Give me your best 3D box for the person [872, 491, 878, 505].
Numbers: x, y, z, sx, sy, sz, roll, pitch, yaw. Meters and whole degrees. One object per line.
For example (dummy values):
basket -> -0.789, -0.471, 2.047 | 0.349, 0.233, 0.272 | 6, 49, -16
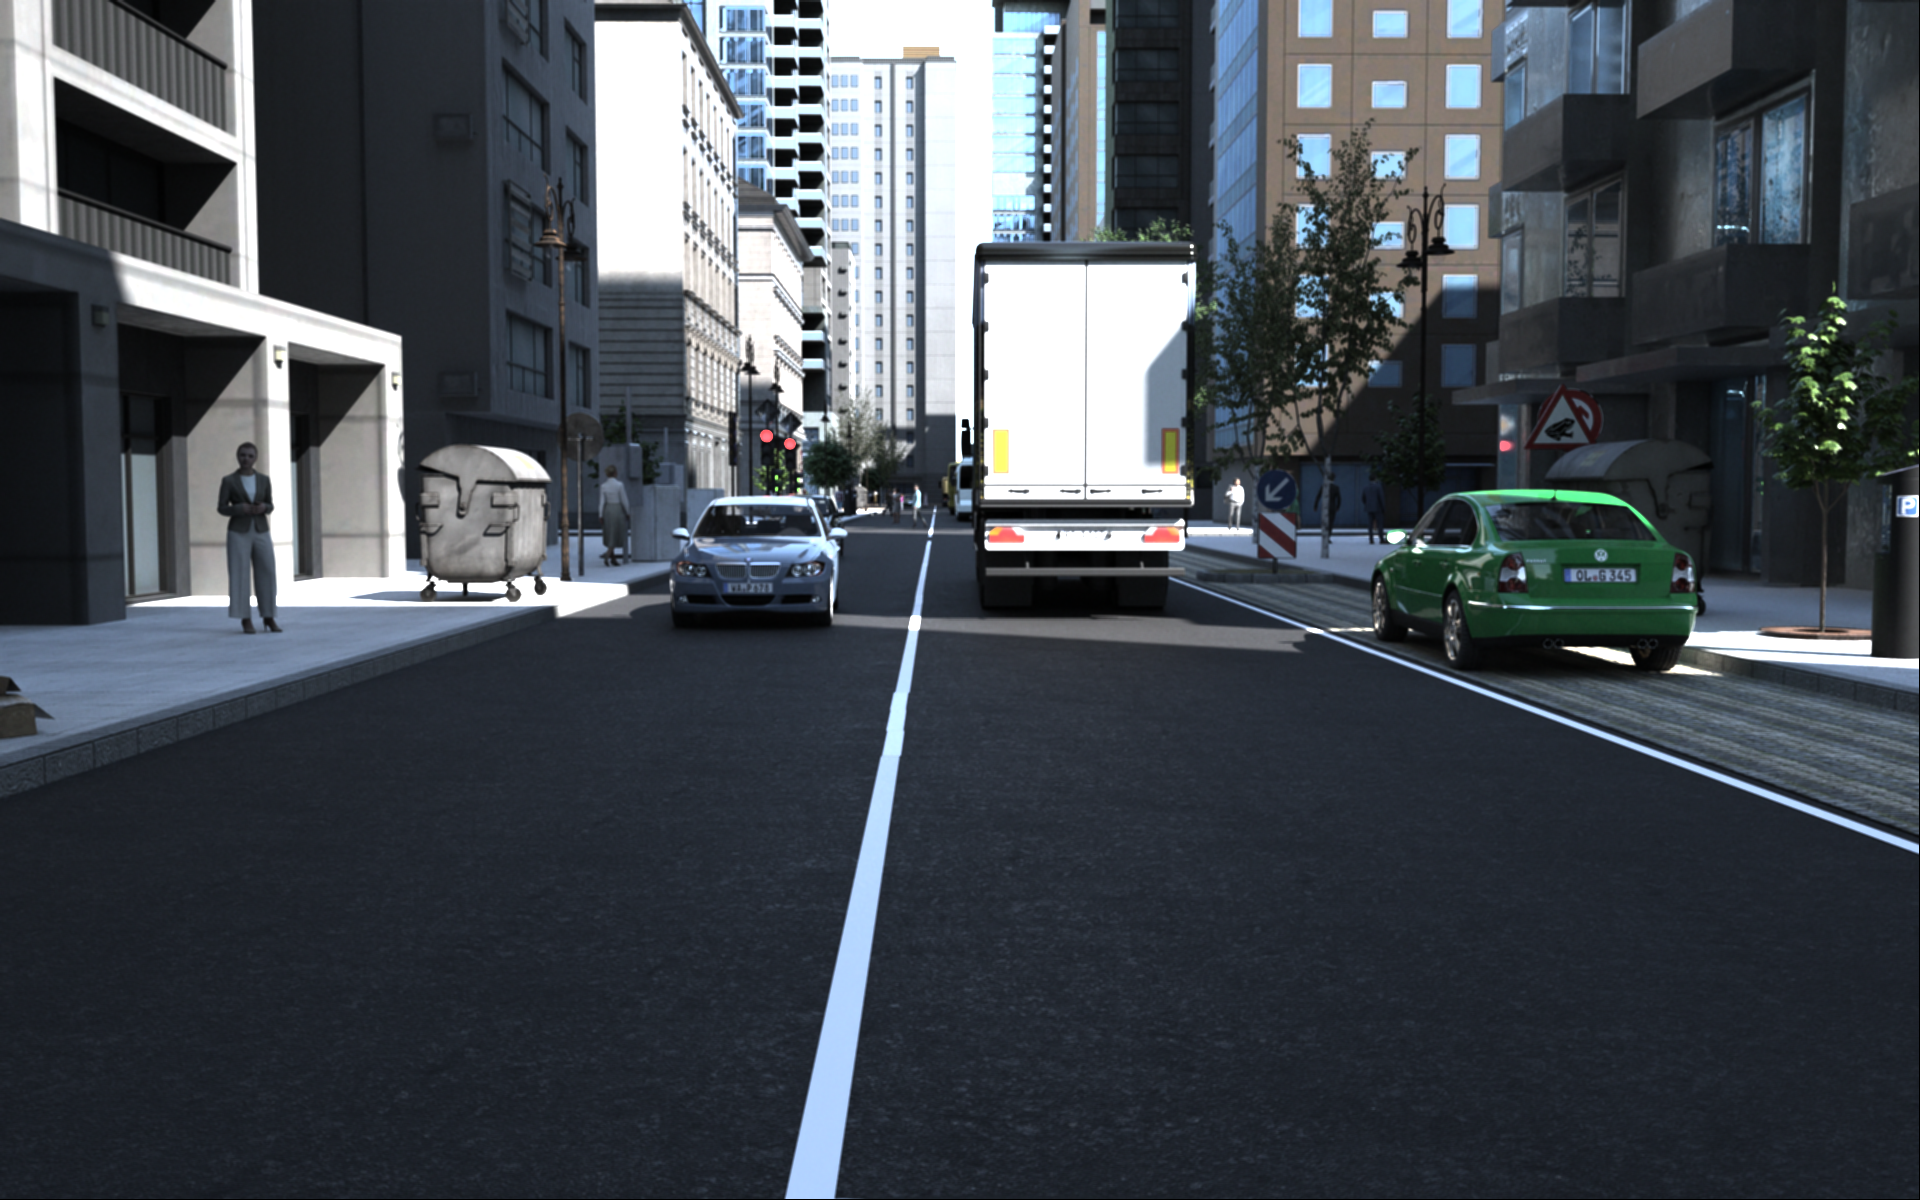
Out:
person -> -9.967, -12.003, 203.018 | 1.217, 1.736, 0.721 | 1, 4, 15

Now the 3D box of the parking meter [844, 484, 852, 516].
parking meter -> -6.440, -5.749, 99.709 | 0.399, 1.863, 0.255 | 3, 4, 36

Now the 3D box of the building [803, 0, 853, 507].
building -> -21.347, -45.050, 174.817 | 20.563, 71.187, 20.611 | 0, 4, -1

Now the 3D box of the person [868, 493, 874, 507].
person -> -8.861, -9.968, 172.213 | 0.799, 1.438, 0.628 | 2, 4, 26

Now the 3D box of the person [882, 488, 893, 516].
person -> -4.689, -6.417, 113.324 | 0.836, 1.842, 0.656 | 1, 4, 8

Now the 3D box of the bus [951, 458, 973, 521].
bus -> 1.039, -6.135, 95.163 | 2.948, 3.499, 13.247 | 0, 4, -1

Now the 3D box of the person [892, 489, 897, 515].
person -> -4.238, -6.547, 115.894 | 0.716, 1.782, 0.532 | 3, 5, 40

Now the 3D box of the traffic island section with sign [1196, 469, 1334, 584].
traffic island section with sign -> 4.950, -1.215, 28.488 | 1.989, 1.847, 2.006 | 0, 4, -1

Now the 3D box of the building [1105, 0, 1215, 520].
building -> 14.359, -19.496, 90.460 | 14.160, 30.474, 14.107 | 0, 4, -1

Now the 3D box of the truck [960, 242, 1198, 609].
truck -> 1.413, -2.199, 24.865 | 2.839, 4.237, 11.283 | 0, 4, 0

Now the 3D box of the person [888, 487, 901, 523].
person -> -3.202, -4.628, 84.525 | 0.532, 1.782, 0.716 | -2, 4, -27

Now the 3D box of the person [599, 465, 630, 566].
person -> -6.163, -1.492, 30.661 | 0.478, 1.798, 0.641 | 2, 4, 24

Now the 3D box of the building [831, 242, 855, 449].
building -> -19.191, -26.163, 199.464 | 14.107, 30.474, 14.160 | 0, 4, -1

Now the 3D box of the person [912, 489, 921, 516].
person -> -2.874, -6.529, 115.274 | 0.654, 1.822, 0.581 | -1, 4, -10

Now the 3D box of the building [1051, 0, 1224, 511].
building -> 15.813, -31.305, 161.949 | 14.600, 45.320, 14.200 | 0, 4, -1

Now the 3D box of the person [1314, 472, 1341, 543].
person -> 9.642, -2.411, 45.238 | 0.659, 1.850, 0.755 | 2, 4, 26

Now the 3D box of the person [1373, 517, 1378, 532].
person -> 14.240, -2.959, 59.093 | 0.373, 1.253, 0.362 | 2, 4, 28

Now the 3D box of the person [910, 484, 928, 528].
person -> -1.744, -3.920, 72.451 | 0.748, 1.841, 0.638 | 1, 4, 10

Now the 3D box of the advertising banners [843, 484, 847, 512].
advertising banners -> -6.780, -6.476, 102.076 | 0.090, 3.025, 2.074 | 0, 4, 1

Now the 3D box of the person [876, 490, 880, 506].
person -> -8.680, -10.935, 185.551 | 0.721, 1.735, 1.217 | -2, 4, -25

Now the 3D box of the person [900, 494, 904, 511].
person -> -5.084, -8.438, 149.687 | 0.599, 1.433, 0.991 | 2, 4, 24

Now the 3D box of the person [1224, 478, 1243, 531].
person -> 9.442, -3.278, 59.732 | 0.679, 1.850, 0.850 | 0, 4, -7

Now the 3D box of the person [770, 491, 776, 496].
person -> -8.949, -4.713, 83.780 | 0.731, 1.740, 0.598 | 1, 4, 11

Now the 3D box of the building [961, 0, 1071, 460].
building -> 15.721, -56.108, 230.033 | 31.000, 86.520, 22.319 | 0, 4, -1

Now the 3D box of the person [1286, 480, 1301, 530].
person -> 11.951, -3.408, 62.007 | 0.529, 1.795, 0.600 | 2, 4, 26

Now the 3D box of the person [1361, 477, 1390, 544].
person -> 10.662, -2.341, 44.498 | 0.721, 1.800, 0.419 | 2, 4, 33

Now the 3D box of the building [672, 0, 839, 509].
building -> -21.403, -51.126, 148.589 | 22.319, 86.520, 31.000 | 0, 4, -1

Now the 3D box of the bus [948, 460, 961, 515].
bus -> 0.547, -8.058, 123.302 | 2.896, 3.916, 12.252 | 0, 4, 1

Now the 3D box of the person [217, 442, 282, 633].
person -> -6.540, -0.573, 15.957 | 0.519, 1.759, 0.362 | -3, 4, -37

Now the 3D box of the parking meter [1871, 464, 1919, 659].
parking meter -> 7.367, -0.315, 13.566 | 0.372, 1.533, 0.369 | 0, 3, 0

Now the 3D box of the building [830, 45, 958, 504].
building -> -14.552, -42.154, 231.212 | 28.212, 58.520, 21.231 | 0, 4, -1

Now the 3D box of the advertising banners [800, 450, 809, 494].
advertising banners -> -6.342, -4.544, 70.490 | 0.090, 3.025, 2.074 | 0, 4, 3

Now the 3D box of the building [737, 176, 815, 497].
building -> -15.060, -15.230, 99.922 | 10.553, 20.767, 40.483 | 0, 4, -1

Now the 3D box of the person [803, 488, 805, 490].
person -> -11.947, -7.746, 133.447 | 0.760, 1.731, 0.466 | 2, 4, 29

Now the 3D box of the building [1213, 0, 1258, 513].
building -> 16.366, -30.415, 147.397 | 14.600, 45.320, 14.200 | 0, 4, -1

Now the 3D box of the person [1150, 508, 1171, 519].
person -> 7.726, -3.464, 68.179 | 1.012, 1.151, 0.738 | 1, 4, 18

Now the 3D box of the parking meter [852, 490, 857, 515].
parking meter -> -6.518, -5.972, 106.058 | 0.372, 1.533, 0.369 | 0, 3, 0

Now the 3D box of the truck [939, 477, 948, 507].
truck -> -0.721, -12.318, 197.331 | 3.469, 3.379, 9.791 | 0, 4, 0

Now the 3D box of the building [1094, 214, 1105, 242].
building -> 22.552, -16.835, 120.288 | 27.650, 21.520, 28.899 | 0, 4, -1

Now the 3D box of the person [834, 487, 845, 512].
person -> -6.705, -5.462, 96.190 | 0.563, 1.720, 0.643 | 1, 4, 12

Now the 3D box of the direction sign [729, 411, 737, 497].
direction sign -> -6.268, -3.415, 47.824 | 0.379, 3.537, 0.876 | 0, 4, 4

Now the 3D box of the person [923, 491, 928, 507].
person -> -3.862, -11.185, 192.048 | 0.621, 1.740, 0.551 | -1, 4, -15

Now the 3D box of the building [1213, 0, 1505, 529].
building -> 18.077, -25.620, 68.996 | 14.200, 45.320, 14.600 | 0, 4, -1
